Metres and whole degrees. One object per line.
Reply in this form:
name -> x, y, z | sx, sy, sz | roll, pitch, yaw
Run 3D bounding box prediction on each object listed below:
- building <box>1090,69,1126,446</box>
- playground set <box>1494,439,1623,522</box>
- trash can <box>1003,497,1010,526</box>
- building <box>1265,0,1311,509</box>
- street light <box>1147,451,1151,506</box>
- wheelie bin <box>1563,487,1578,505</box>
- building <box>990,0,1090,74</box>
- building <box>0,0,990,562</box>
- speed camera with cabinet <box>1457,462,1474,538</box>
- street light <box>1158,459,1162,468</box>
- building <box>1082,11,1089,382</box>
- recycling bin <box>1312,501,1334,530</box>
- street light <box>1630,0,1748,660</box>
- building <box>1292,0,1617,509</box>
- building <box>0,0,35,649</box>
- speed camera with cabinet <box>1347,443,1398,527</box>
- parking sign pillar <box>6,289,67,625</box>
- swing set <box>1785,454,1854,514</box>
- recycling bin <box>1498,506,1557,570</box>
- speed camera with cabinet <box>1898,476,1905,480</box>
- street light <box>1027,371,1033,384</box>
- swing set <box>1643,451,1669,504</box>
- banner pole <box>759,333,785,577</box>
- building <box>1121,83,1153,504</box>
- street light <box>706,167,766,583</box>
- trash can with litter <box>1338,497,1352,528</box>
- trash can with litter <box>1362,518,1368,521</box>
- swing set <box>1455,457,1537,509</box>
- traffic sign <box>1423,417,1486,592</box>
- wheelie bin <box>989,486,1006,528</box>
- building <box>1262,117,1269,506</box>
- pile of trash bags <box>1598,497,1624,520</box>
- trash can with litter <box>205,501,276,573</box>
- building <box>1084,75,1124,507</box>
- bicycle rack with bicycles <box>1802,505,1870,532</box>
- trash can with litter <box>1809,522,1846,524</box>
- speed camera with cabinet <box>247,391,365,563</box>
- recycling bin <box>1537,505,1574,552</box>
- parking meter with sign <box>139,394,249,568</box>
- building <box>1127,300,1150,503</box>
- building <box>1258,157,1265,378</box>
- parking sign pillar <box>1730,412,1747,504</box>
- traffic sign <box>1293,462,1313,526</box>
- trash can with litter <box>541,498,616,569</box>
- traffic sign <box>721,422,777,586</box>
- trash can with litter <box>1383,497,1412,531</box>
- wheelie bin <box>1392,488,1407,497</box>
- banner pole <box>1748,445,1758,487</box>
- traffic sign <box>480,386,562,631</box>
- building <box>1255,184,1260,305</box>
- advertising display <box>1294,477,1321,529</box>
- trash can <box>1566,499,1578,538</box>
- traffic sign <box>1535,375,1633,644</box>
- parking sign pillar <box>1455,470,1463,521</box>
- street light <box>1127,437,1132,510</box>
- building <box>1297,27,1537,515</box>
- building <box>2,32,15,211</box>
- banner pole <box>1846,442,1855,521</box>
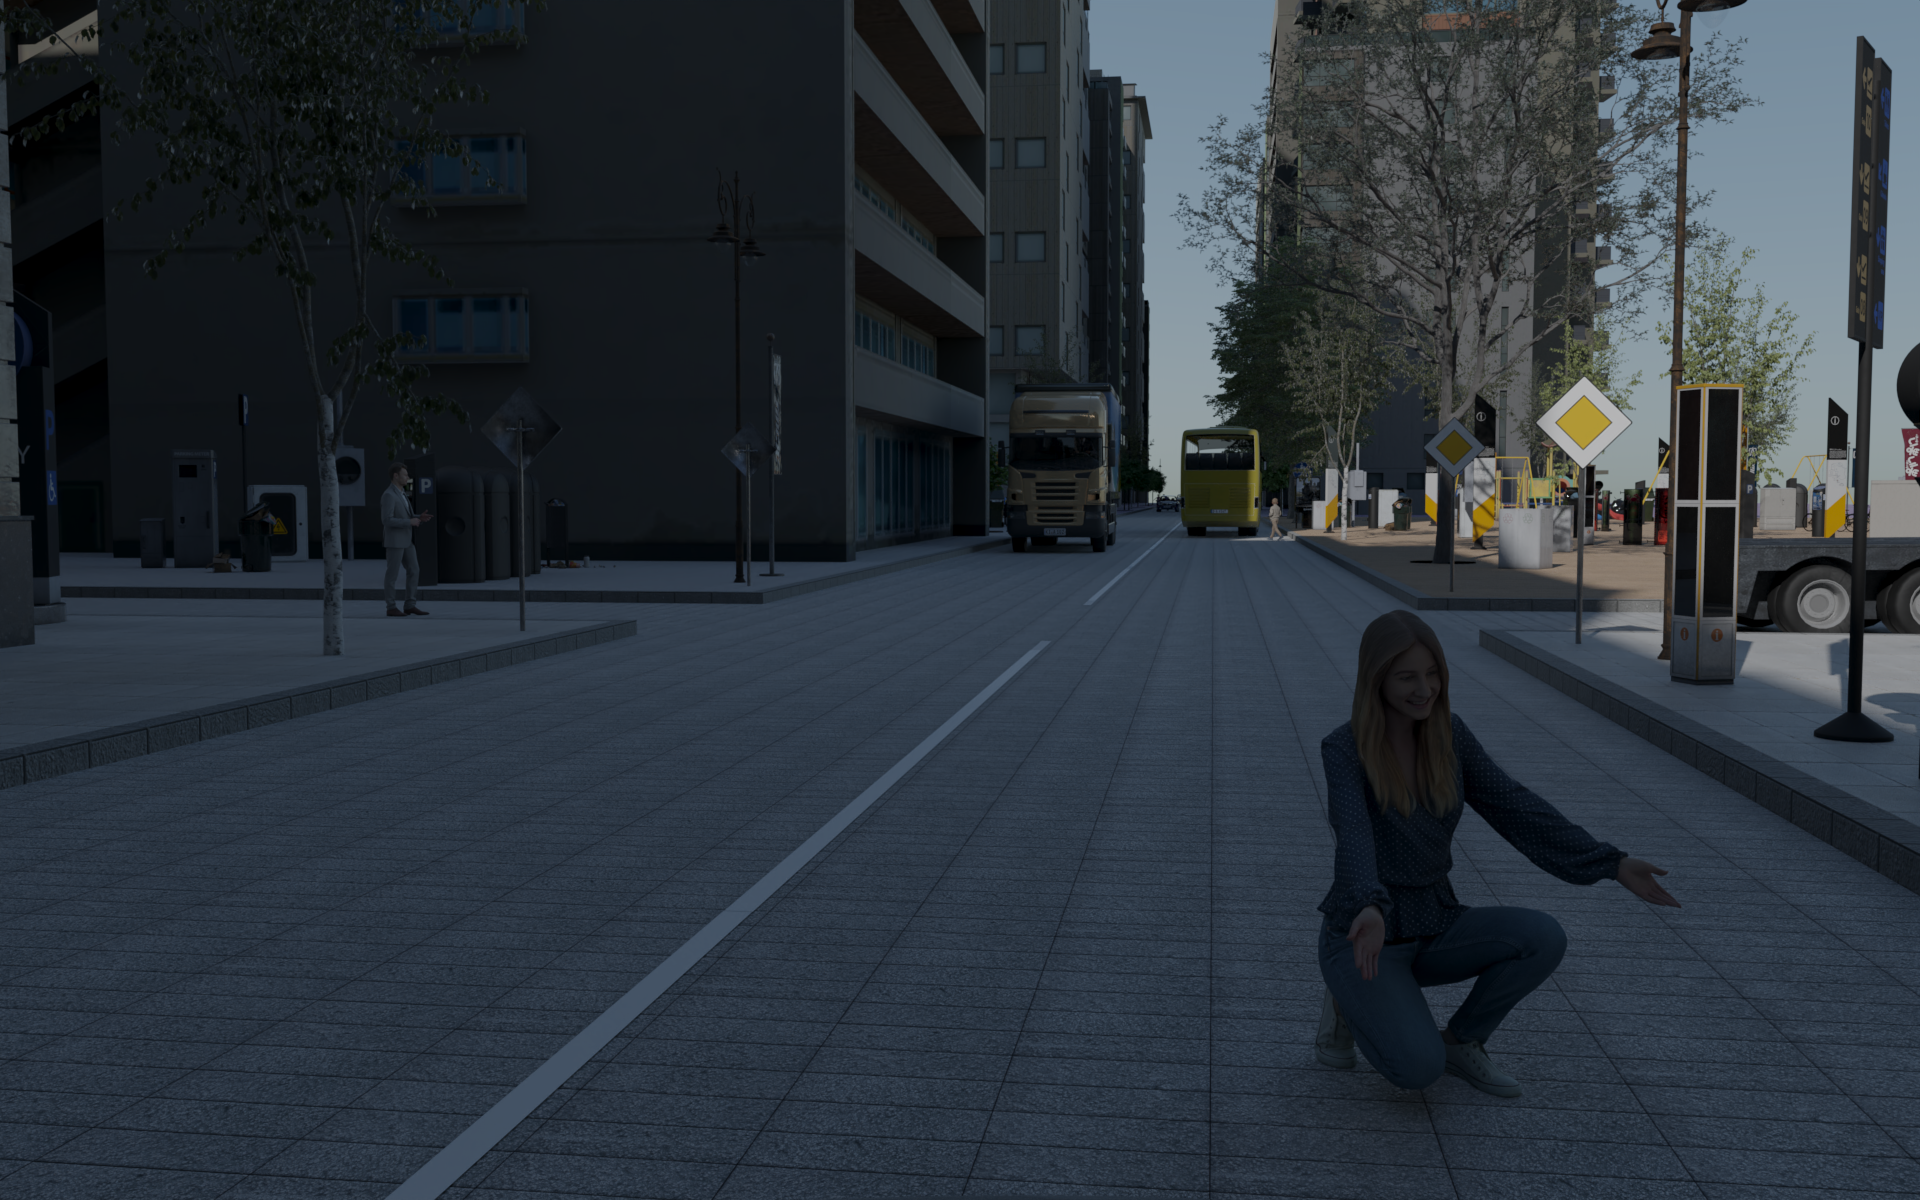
building -> 7.525, -35.472, 199.574 | 23.786, 49.044, 30.456 | 1, 4, 8
playground set -> 28.167, -5.800, 81.602 | 5.637, 4.214, 5.302 | 1, 4, 12
trash can -> 2.048, -3.486, 68.648 | 0.748, 1.137, 0.748 | 0, 3, 0
building -> 39.091, -32.632, 157.232 | 21.300, 48.544, 21.600 | 1, 4, 8
street light -> 19.929, -12.862, 183.075 | 0.468, 5.910, 1.993 | 1, 4, 8
wheelie bin -> 27.231, -4.225, 76.981 | 0.693, 1.594, 0.980 | -3, 4, -38
building -> -5.592, -32.129, 114.552 | 28.713, 52.752, 27.495 | 1, 4, 8
building -> -11.156, -25.645, 42.996 | 21.300, 48.544, 21.600 | 1, 4, 8
speed camera with cabinet -> 14.772, -3.409, 50.077 | 0.660, 3.252, 2.038 | 1, 4, 11
street light -> 25.900, -15.377, 224.207 | 0.468, 5.910, 1.993 | 1, 4, 8
building -> 0.512, -50.761, 142.618 | 22.319, 86.520, 31.000 | 1, 4, 8
recycling bin -> 13.077, -3.051, 62.430 | 0.722, 1.027, 0.722 | 0, 4, 7
street light -> 5.511, -2.476, 13.268 | 0.468, 5.910, 1.993 | 1, 4, 8
building -> 36.775, -29.211, 132.231 | 22.147, 44.769, 28.867 | 1, 4, 8
building -> -20.708, -13.020, 10.146 | 25.104, 27.353, 12.463 | 1, 4, 8
speed camera with cabinet -> 16.063, -4.483, 67.635 | 2.038, 3.252, 0.660 | -1, 4, -14
parking sign pillar -> -9.692, -1.751, 17.097 | 1.447, 3.967, 1.447 | -1, 4, -14
swing set -> 34.288, -4.384, 69.298 | 2.862, 2.851, 3.119 | 1, 4, 9
recycling bin -> 9.751, -1.058, 29.846 | 0.722, 1.027, 0.722 | 3, 4, 38
speed camera with cabinet -> 47.745, -5.666, 86.973 | 2.038, 3.252, 0.660 | -3, 5, -43
street light -> 2.625, -5.669, 65.470 | 0.468, 5.910, 1.993 | 1, 4, 8
swing set -> 24.345, -3.706, 58.219 | 2.862, 2.851, 3.119 | 0, 4, 5
banner pole -> -2.911, -2.277, 27.251 | 0.401, 3.779, 0.863 | 1, 4, 9
building -> 10.450, -39.108, 228.653 | 28.713, 52.752, 27.495 | 1, 4, 8
street light -> -3.192, -3.189, 24.922 | 0.468, 5.910, 1.993 | 1, 4, 8
trash can with litter -> 14.643, -3.347, 66.105 | 0.624, 1.170, 1.055 | 1, 4, 13
trash can with litter -> 20.082, -4.405, 83.072 | 2.233, 1.210, 1.678 | -2, 4, -25
swing set -> 22.617, -4.608, 72.957 | 3.119, 2.851, 2.862 | 0, 4, -4
traffic sign -> 6.453, -1.164, 22.679 | 0.795, 2.450, 0.064 | 1, 4, 8
wheelie bin -> 1.262, -3.562, 66.143 | 0.980, 1.594, 0.693 | -1, 4, -21
building -> 40.199, -30.915, 189.053 | 14.154, 41.232, 14.086 | 1, 4, 8
pile of trash bags -> 32.017, -4.738, 87.222 | 3.447, 1.369, 1.912 | 1, 4, 18
trash can with litter -> -11.796, -1.040, 28.394 | 1.055, 1.170, 0.624 | -2, 4, -29
building -> 8.148, -29.482, 165.627 | 14.154, 41.232, 14.086 | 1, 4, 8
bicycle rack with bicycles -> 30.363, -2.752, 58.378 | 2.852, 0.926, 2.925 | -1, 4, -13
trash can with litter -> 36.700, -3.783, 72.910 | 2.233, 1.210, 1.678 | -1, 4, -11
speed camera with cabinet -> -12.361, -2.348, 32.727 | 2.038, 3.252, 0.660 | -2, 4, -32
recycling bin -> 13.218, -1.586, 38.484 | 0.722, 1.027, 0.722 | 2, 4, 24
parking meter with sign -> -13.318, -2.071, 30.118 | 1.738, 3.016, 0.543 | -1, 4, -14
building -> 19.906, -29.190, 248.963 | 14.160, 30.474, 14.107 | 1, 4, 8
building -> 45.780, -35.089, 223.819 | 14.600, 45.320, 14.200 | 1, 4, 8
parking sign pillar -> 23.513, -3.976, 53.473 | 1.447, 3.967, 1.447 | 1, 4, 11
traffic sign -> 13.575, -4.189, 68.592 | 0.768, 2.556, 0.104 | 1, 4, 15
trash can with litter -> -7.251, -1.187, 30.464 | 2.233, 1.210, 1.678 | 3, 4, 38
traffic sign -> -2.939, -1.249, 24.069 | 0.795, 2.450, 0.064 | 1, 4, 8
trash can with litter -> 15.169, -2.997, 60.383 | 0.624, 1.170, 1.055 | -2, 4, -26
wheelie bin -> 21.563, -4.730, 85.248 | 0.693, 1.594, 0.980 | -3, 5, -45
banner pole -> 35.384, -5.363, 77.698 | 0.401, 3.779, 0.863 | -2, 4, -33
traffic sign -> -4.095, -0.766, 16.168 | 0.795, 2.450, 0.064 | 1, 4, 8
building -> 52.155, -37.803, 241.775 | 21.300, 48.544, 21.600 | 1, 4, 8
advertising display -> 12.940, -3.627, 64.513 | 0.974, 1.923, 0.123 | -1, 4, -10
trash can -> 18.152, -2.394, 50.800 | 0.748, 1.137, 0.748 | 0, 3, 0
traffic sign -> 5.296, -0.681, 14.778 | 0.795, 2.450, 0.064 | 1, 4, 8
parking sign pillar -> 24.308, -5.875, 84.531 | 1.447, 3.967, 1.447 | 0, 4, -4
street light -> 13.750, -10.279, 140.847 | 0.468, 5.910, 1.993 | 1, 4, 8
building -> 28.834, -20.818, 112.077 | 14.160, 30.474, 14.107 | 1, 4, 8
building -> -39.057, -12.123, 43.258 | 28.899, 21.520, 27.650 | 1, 4, 8
banner pole -> 42.771, -5.682, 82.923 | 0.863, 3.779, 0.401 | 1, 4, 23
